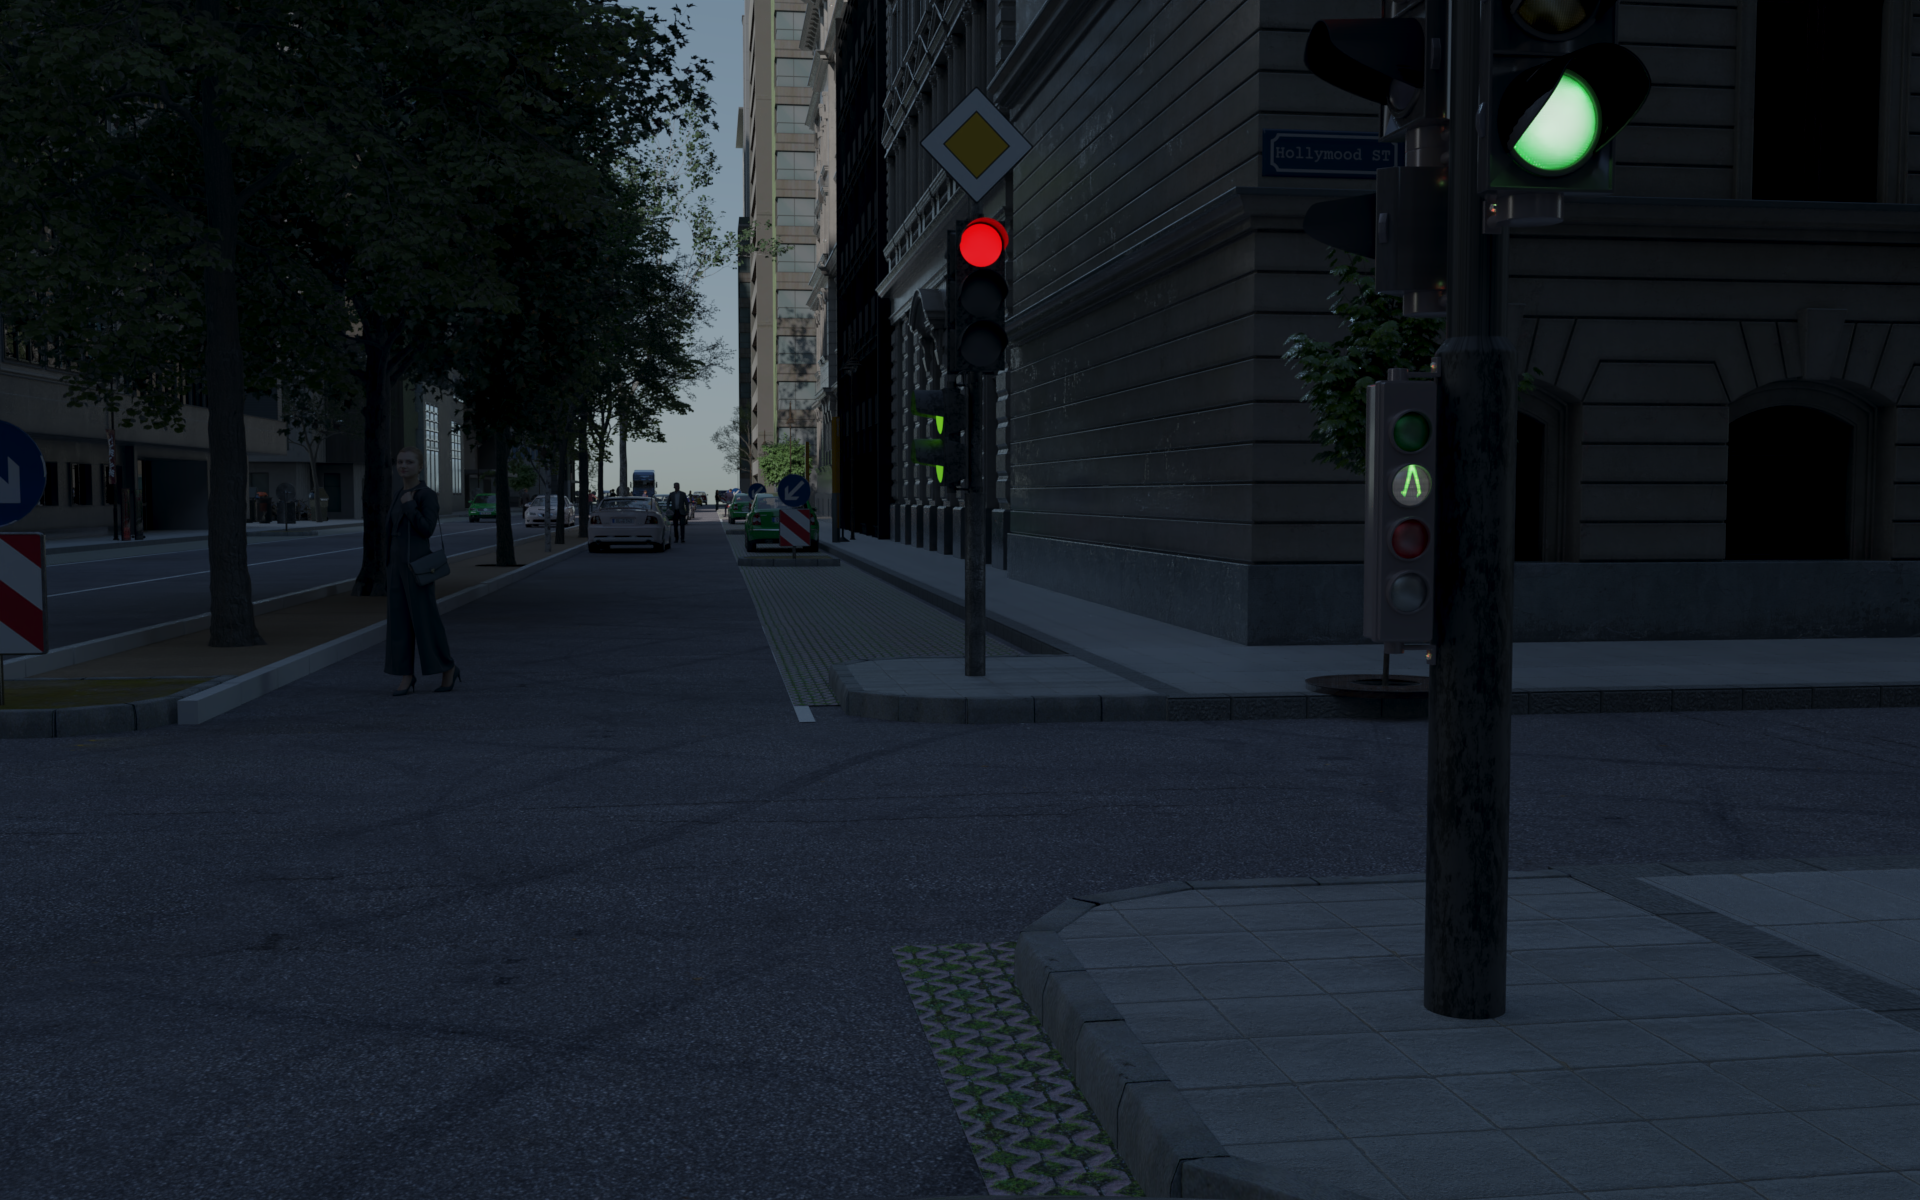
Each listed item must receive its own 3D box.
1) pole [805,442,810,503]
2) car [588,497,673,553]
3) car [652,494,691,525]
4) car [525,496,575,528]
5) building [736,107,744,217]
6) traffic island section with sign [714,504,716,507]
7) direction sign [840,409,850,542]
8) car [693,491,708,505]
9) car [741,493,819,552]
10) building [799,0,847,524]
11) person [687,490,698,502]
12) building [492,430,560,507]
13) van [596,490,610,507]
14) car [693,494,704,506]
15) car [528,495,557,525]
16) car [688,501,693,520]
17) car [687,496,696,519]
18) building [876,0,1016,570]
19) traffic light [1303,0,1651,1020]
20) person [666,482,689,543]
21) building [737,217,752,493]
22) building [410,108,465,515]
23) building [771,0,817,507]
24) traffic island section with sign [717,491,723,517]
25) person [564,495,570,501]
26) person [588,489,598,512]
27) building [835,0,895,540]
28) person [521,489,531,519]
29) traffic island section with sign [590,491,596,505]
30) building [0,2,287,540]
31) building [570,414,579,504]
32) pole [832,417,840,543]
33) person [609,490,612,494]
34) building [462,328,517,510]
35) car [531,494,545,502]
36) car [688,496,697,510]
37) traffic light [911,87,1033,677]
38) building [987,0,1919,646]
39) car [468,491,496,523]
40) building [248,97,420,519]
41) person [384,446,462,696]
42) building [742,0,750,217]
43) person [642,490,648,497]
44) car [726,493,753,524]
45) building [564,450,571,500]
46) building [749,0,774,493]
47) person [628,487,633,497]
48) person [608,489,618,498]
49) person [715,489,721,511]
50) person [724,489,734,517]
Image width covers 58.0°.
[{"bbox_3d":[-5.931,-4.491,67.277,0.158,3.312,0.155,0,3,0],"label":"pole"},{"bbox_3d":[-8.339,-1.927,43.873,2.083,1.381,4.827,0,4,-6],"label":"car"},{"bbox_3d":[-13.684,-4.232,80.985,2.131,1.459,4.920,0,4,-7],"label":"car"},{"bbox_3d":[-17.916,-3.881,75.816,2.083,1.381,4.827,0,4,-8],"label":"car"},{"bbox_3d":[-15.280,-39.346,232.552,28.713,52.752,27.495,-1,4,-8],"label":"building"},{"bbox_3d":[-18.292,-7.879,137.448,1.989,1.847,2.006,-1,4,-8],"label":"traffic island section with sign"},{"bbox_3d":[-3.144,-3.326,46.378,0.379,3.537,0.876,0,4,2],"label":"direction sign"},{"bbox_3d":[-33.981,-13.293,226.011,2.281,1.827,5.304,-1,4,-8],"label":"car"},{"bbox_3d":[-4.552,-2.145,43.865,1.959,1.807,4.718,0,4,-8],"label":"car"},{"bbox_3d":[0.441,-17.663,76.187,14.401,28.519,23.554,-1,4,-8],"label":"building"},{"bbox_3d":[-22.026,-8.115,141.892,1.217,1.735,0.721,-3,5,-41],"label":"person"},{"bbox_3d":[-53.432,-38.921,178.351,21.231,58.520,28.212,-1,4,-8],"label":"building"},{"bbox_3d":[-37.197,-10.665,181.382,2.013,2.044,4.112,-1,4,-10],"label":"van"},{"bbox_3d":[-31.280,-11.884,204.519,2.015,1.641,3.980,0,4,-7],"label":"car"},{"bbox_3d":[-19.593,-4.332,82.827,2.014,1.417,4.499,-1,4,-10],"label":"car"},{"bbox_3d":[-15.761,-5.112,95.583,2.014,1.417,4.499,0,4,-7],"label":"car"},{"bbox_3d":[-16.516,-5.459,101.839,1.945,1.354,3.894,0,4,-7],"label":"car"},{"bbox_3d":[4.146,-12.804,38.224,11.050,23.489,19.941,-1,4,-8],"label":"building"},{"bbox_3d":[-0.828,-1.781,3.788,4.771,5.953,1.251,-1,4,-8],"label":"traffic light"},{"bbox_3d":[-8.252,-2.557,50.699,0.661,1.777,0.834,-1,4,-14],"label":"person"},{"bbox_3d":[-16.371,-25.156,182.998,14.160,30.474,14.107,-1,4,-8],"label":"building"},{"bbox_3d":[-43.969,-48.800,110.560,22.319,86.520,31.000,-1,4,-8],"label":"building"},{"bbox_3d":[-4.171,-25.643,102.850,14.154,41.232,14.086,-1,4,-8],"label":"building"},{"bbox_3d":[-14.375,-6.223,110.378,1.989,1.847,2.006,-1,4,-8],"label":"traffic island section with sign"},{"bbox_3d":[-30.462,-7.569,132.330,0.705,1.814,1.350,3,5,44],"label":"person"},{"bbox_3d":[-24.668,-6.507,115.616,1.217,1.743,0.721,0,4,-1],"label":"person"},{"bbox_3d":[2.672,-13.879,56.595,12.332,23.373,15.834,-1,4,-8],"label":"building"},{"bbox_3d":[-25.281,-5.624,100.998,0.990,1.755,0.434,3,5,40],"label":"person"},{"bbox_3d":[-45.908,-12.767,217.359,1.989,1.847,2.006,-1,4,-8],"label":"traffic island section with sign"},{"bbox_3d":[-31.474,-14.275,52.457,14.314,24.678,30.058,-1,4,-8],"label":"building"},{"bbox_3d":[-59.828,-34.645,221.069,22.147,44.769,28.867,-1,4,-8],"label":"building"},{"bbox_3d":[-3.272,-3.171,45.687,0.158,3.312,0.155,0,3,0],"label":"pole"},{"bbox_3d":[-31.450,-9.017,155.920,0.705,1.826,1.348,-1,4,-20],"label":"person"},{"bbox_3d":[-51.399,-33.699,140.215,28.713,52.752,27.495,-1,4,-8],"label":"building"},{"bbox_3d":[-35.414,-8.343,146.195,2.009,1.686,4.222,-1,4,-8],"label":"car"},{"bbox_3d":[-24.408,-8.670,154.337,1.945,1.354,3.894,0,4,-7],"label":"car"},{"bbox_3d":[0.088,-1.420,12.130,0.839,4.253,0.868,-1,4,-8],"label":"traffic light"},{"bbox_3d":[18.447,-12.372,21.362,34.723,24.649,14.460,-1,4,-8],"label":"building"},{"bbox_3d":[-23.993,-4.865,88.331,1.959,1.807,4.718,-1,4,-10],"label":"car"},{"bbox_3d":[-36.912,-19.501,90.541,14.160,30.474,14.107,-1,4,-8],"label":"building"},{"bbox_3d":[-3.913,-0.216,12.448,0.576,1.772,0.534,1,4,16],"label":"person"},{"bbox_3d":[-14.787,-40.472,203.709,21.231,58.520,28.212,-1,4,-8],"label":"building"},{"bbox_3d":[-21.555,-6.675,118.552,0.530,1.710,0.541,-1,4,-17],"label":"person"},{"bbox_3d":[-10.186,-4.538,83.000,1.959,1.807,4.718,-1,4,-10],"label":"car"},{"bbox_3d":[-52.956,-26.233,200.614,14.160,30.474,14.107,-1,4,-8],"label":"building"},{"bbox_3d":[-7.450,-32.320,152.135,21.300,48.544,21.600,-1,4,-8],"label":"building"},{"bbox_3d":[-17.823,-5.158,92.849,1.348,1.823,0.705,3,5,41],"label":"person"},{"bbox_3d":[-28.353,-8.158,141.519,0.705,1.869,1.348,3,5,39],"label":"person"},{"bbox_3d":[-20.405,-8.395,145.769,0.705,1.822,1.348,-2,4,-29],"label":"person"},{"bbox_3d":[-14.299,-5.998,107.010,0.683,1.767,0.568,-1,4,-15],"label":"person"}]
